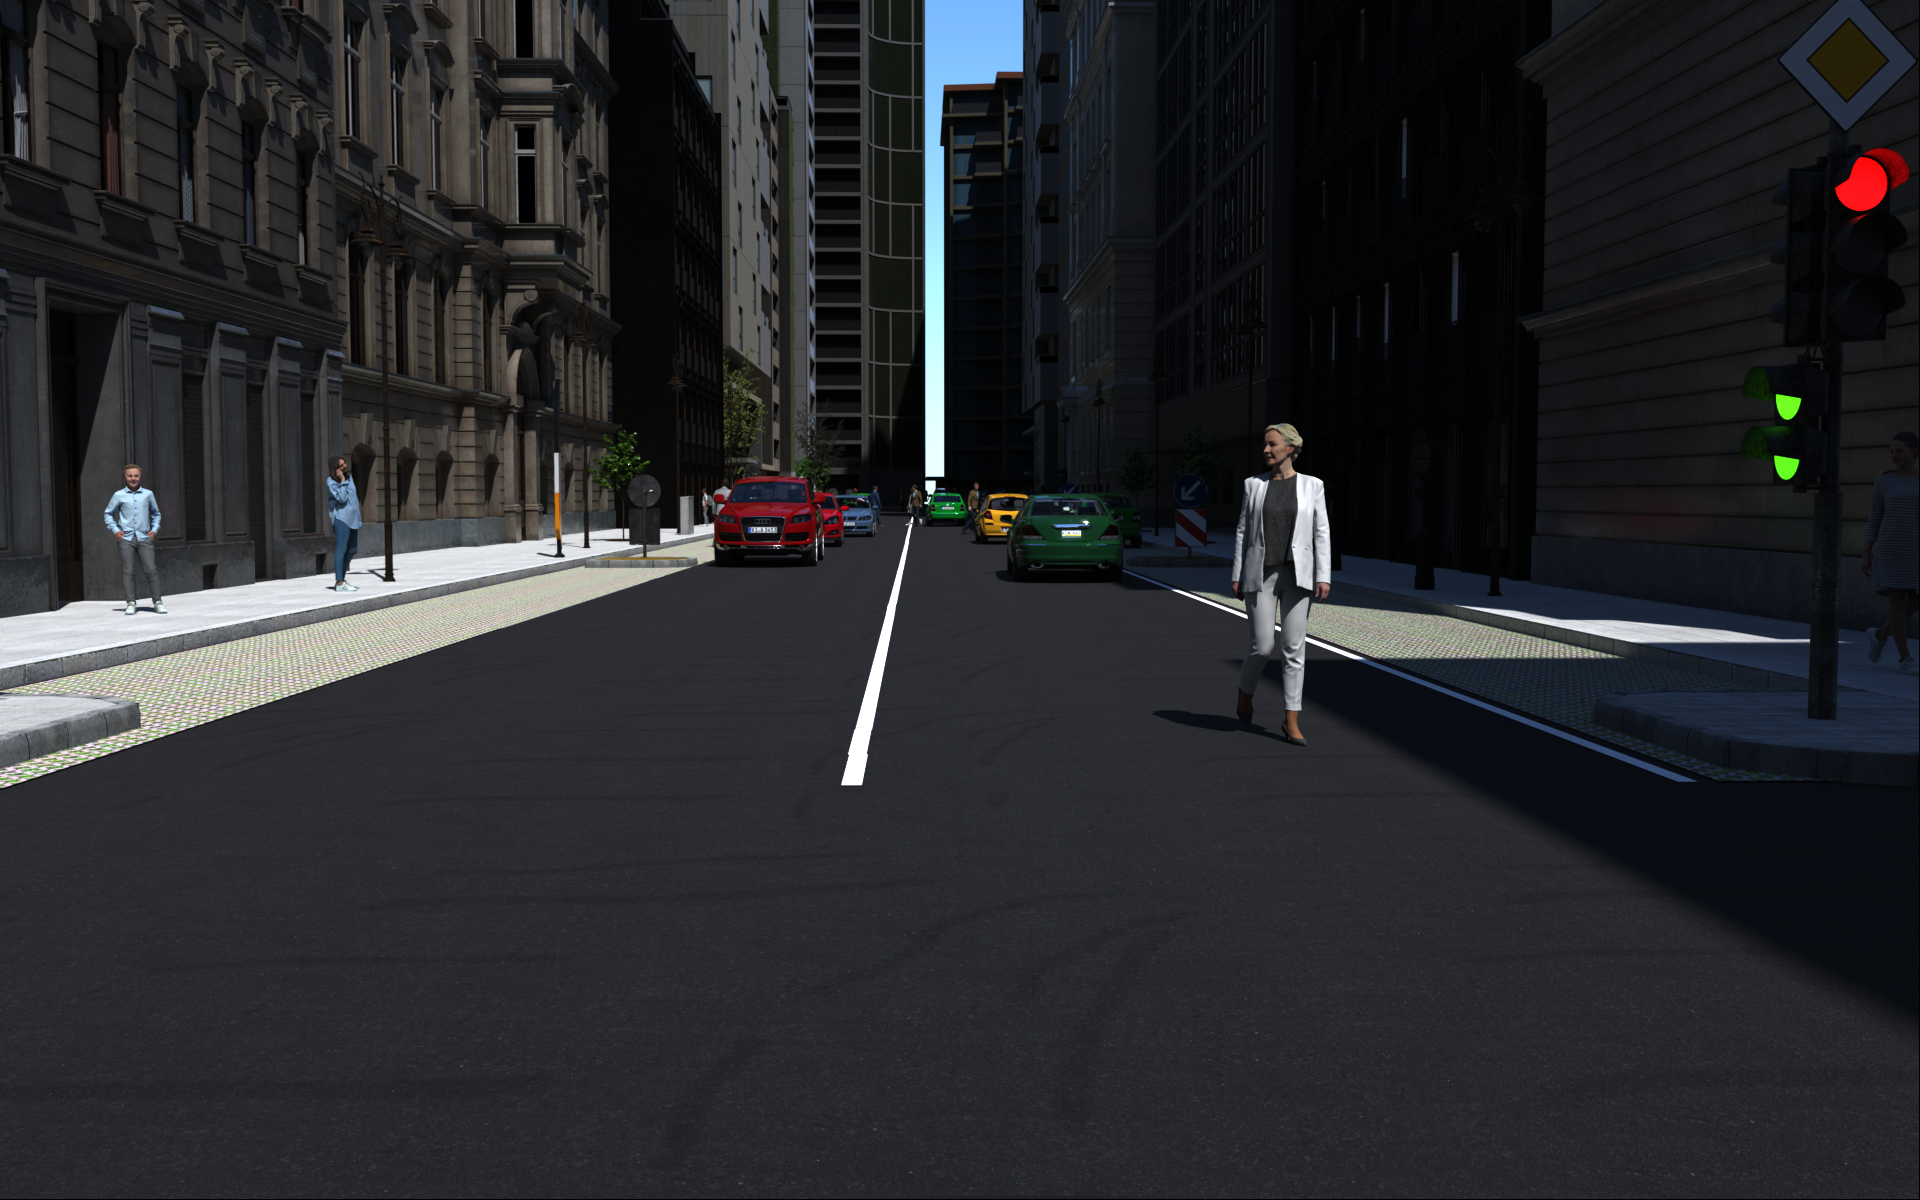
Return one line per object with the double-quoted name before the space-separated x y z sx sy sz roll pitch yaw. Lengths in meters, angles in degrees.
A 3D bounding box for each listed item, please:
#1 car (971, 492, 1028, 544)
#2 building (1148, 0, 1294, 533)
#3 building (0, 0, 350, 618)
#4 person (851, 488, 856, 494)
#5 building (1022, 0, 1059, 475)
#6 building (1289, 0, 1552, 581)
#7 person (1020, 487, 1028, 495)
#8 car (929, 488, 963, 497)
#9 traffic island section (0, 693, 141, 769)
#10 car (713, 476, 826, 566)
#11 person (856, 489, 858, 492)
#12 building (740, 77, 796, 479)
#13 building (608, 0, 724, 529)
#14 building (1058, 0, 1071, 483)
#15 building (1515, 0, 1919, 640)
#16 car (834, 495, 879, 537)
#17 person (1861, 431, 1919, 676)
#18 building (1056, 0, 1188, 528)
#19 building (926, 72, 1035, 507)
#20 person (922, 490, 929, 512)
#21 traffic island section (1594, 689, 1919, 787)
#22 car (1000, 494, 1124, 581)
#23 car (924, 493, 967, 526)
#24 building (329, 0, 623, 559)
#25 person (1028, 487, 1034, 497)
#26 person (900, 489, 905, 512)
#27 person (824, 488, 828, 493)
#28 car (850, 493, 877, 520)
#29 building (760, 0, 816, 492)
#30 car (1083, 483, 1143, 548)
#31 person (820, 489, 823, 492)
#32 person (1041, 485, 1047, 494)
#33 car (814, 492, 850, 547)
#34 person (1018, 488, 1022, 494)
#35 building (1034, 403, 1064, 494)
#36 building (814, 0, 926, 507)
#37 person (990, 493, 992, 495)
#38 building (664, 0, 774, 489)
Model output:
"car" 1.356 -2.480 50.773 2.015 1.641 3.980 0 4 -3
"building" 14.395 -15.872 53.009 14.314 27.812 24.014 0 4 -1
"building" -14.635 -10.401 19.204 9.793 20.994 18.267 0 4 -1
"person" -6.373 -5.905 105.074 1.348 1.821 0.705 -2 4 -26
"building" 19.433 -34.046 145.883 28.713 52.752 27.495 0 4 -1
"building" 14.163 -12.433 32.955 12.332 23.373 15.834 0 4 -1
"person" 4.786 -7.581 129.995 1.348 1.823 0.705 3 5 42
"car" -0.919 -6.406 113.407 2.281 1.827 5.304 0 4 -1
"traffic island section" -5.983 0.772 9.654 2.009 0.180 2.903 0 4 -1
"car" -3.903 -1.670 35.980 2.281 1.827 5.304 0 4 -2
"person" -7.026 -6.492 115.169 0.721 1.766 1.217 1 4 13
"building" -18.969 -21.307 120.068 14.160 30.474 14.107 0 4 -1
"building" -16.826 -14.774 71.225 12.332 23.373 15.834 0 4 -1
"building" 12.828 -27.134 93.748 14.600 45.320 14.200 0 4 -1
"building" 25.293 -12.152 17.763 34.723 24.649 14.460 0 4 -1
"car" -3.776 -2.889 59.244 2.014 1.417 4.499 0 4 -1
"person" 6.772 -0.350 12.513 0.466 1.731 0.760 0 4 -6
"building" 11.746 -17.678 74.947 13.634 28.700 20.117 0 4 -1
"building" 10.830 -32.176 180.704 28.867 44.769 22.147 0 4 -1
"person" -2.831 -8.069 141.144 0.721 1.735 1.217 2 4 31
"traffic island section" 4.955 0.756 9.913 2.009 0.180 2.903 0 4 -1
"car" 1.769 -1.113 29.988 2.131 1.459 4.920 0 4 0
"car" -0.635 -4.232 77.993 1.959 1.807 4.718 0 4 -3
"building" -17.370 -13.867 45.803 14.460 24.649 34.723 0 4 -1
"person" 5.085 -7.145 123.413 0.434 1.755 0.990 -2 4 -26
"person" -4.627 -7.919 138.067 0.705 1.812 1.348 0 4 -7
"person" -11.869 -9.086 154.231 1.348 1.869 0.705 0 4 8
"car" -5.409 -5.273 95.010 1.959 1.807 4.718 0 4 -3
"building" -26.643 -37.013 147.161 28.212 58.520 21.231 0 4 -1
"car" 3.841 -2.351 47.230 1.959 1.807 4.718 0 4 -3
"person" -11.354 -8.319 142.057 0.705 1.824 1.348 -1 4 -11
"person" 5.164 -6.266 108.454 0.705 1.831 1.348 3 4 39
"car" -4.158 -2.409 48.421 2.155 1.783 4.494 0 4 -3
"person" 4.554 -7.755 133.540 0.721 1.736 1.217 2 4 32
"building" 17.255 -49.109 115.599 22.319 86.520 31.000 0 4 -1
"building" -13.873 -45.254 178.154 20.611 71.187 20.563 0 4 -1
"person" 3.078 -9.198 159.615 0.799 1.438 0.628 0 4 -8
"building" -25.150 -31.115 97.970 28.713 52.752 27.495 0 4 -1
